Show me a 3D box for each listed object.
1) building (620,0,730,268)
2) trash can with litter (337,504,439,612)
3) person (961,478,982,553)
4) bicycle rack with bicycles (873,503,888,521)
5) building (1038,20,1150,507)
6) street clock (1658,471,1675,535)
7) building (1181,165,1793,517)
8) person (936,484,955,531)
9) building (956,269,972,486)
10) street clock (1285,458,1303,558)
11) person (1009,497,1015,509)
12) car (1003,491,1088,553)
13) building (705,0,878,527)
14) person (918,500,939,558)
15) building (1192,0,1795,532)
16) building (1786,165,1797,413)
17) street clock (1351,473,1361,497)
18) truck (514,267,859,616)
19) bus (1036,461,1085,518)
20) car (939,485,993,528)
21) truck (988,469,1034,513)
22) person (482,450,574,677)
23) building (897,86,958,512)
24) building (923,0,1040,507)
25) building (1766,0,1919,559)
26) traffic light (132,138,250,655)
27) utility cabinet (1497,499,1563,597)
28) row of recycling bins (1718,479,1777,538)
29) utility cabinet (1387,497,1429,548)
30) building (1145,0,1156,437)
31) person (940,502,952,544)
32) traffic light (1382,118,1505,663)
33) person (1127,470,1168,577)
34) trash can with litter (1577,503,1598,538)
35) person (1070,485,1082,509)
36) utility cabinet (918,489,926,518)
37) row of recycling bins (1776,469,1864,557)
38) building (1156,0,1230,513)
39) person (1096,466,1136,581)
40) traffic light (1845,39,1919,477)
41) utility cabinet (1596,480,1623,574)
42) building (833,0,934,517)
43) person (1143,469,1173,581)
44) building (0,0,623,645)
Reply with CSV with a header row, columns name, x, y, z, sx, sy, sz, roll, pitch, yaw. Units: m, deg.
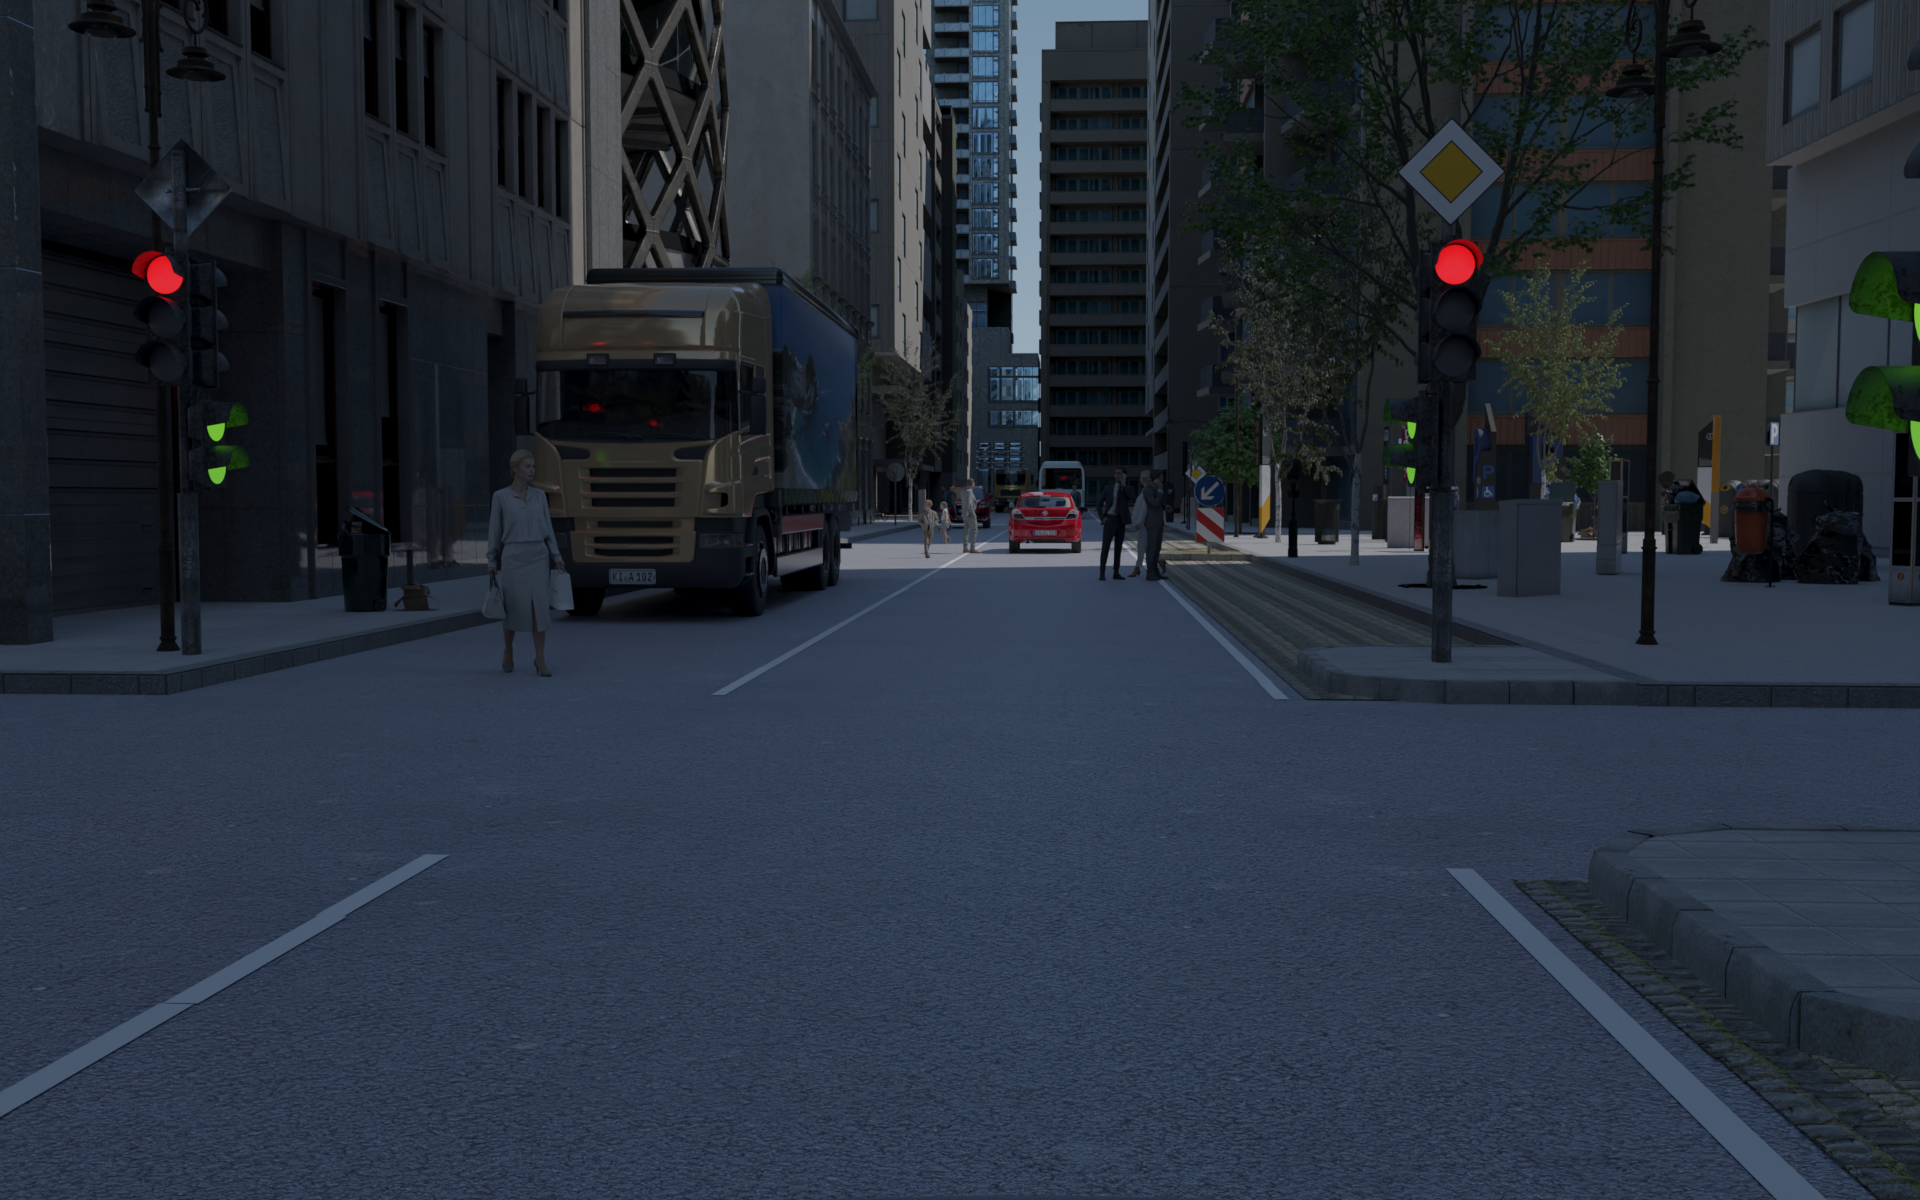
name,x,y,z,sx,sy,sz,roll,pitch,yaw
building,-14.507,-10.750,43.210,16.820,18.784,16.811,0,4,4
trash can with litter,-6.301,-0.470,19.079,1.055,1.170,0.624,-1,4,-18
person,0.226,-2.039,41.939,0.391,1.810,0.635,-2,4,-28
bicycle rack with bicycles,-4.993,-4.168,81.536,2.852,0.926,2.925,-2,4,-28
building,19.186,-34.131,181.739,21.600,48.544,21.300,0,4,4
street clock,22.178,-3.048,54.413,0.471,2.002,0.358,1,4,12
building,29.556,-24.969,100.129,32.217,40.220,23.993,0,4,4
person,-0.597,-3.545,66.452,0.713,1.824,0.794,2,4,24
building,-14.162,-18.721,151.120,28.899,21.520,27.650,0,4,4
street clock,6.737,-1.861,35.000,0.358,2.002,0.471,1,4,17
person,2.611,-4.501,86.369,0.394,1.301,0.425,-3,4,-36
car,2.151,-2.110,43.535,2.155,1.783,4.494,0,4,3
building,-8.998,-13.307,66.718,9.793,20.994,18.267,0,4,4
person,-0.703,-1.595,38.844,0.475,1.303,0.640,-1,4,-18
building,21.553,-25.532,72.068,22.147,44.769,28.867,0,4,4
building,75.125,-34.248,179.559,30.456,49.044,23.786,0,4,4
street clock,12.693,-3.119,55.566,0.358,2.002,0.471,2,4,25
truck,-3.276,-2.132,23.770,2.839,4.237,11.283,0,4,3
bus,6.004,-6.666,103.842,2.948,3.499,13.247,0,4,2
car,0.284,-3.988,73.871,2.281,1.827,5.304,0,4,2
truck,4.025,-8.432,133.783,3.469,3.379,9.791,0,4,3
person,-3.444,-0.300,13.764,0.694,1.780,0.624,-1,4,-18
building,-7.673,-21.523,123.601,14.160,30.474,14.107,0,4,4
building,-6.999,-53.245,183.223,31.000,86.520,22.319,0,4,4
building,30.156,-26.570,23.666,27.495,52.752,28.713,0,4,4
traffic light,-6.131,-1.518,13.737,0.839,4.253,0.868,0,4,4
utility cabinet,7.206,-0.657,21.908,1.020,1.237,0.306,-3,5,-40
row of recycling bins,22.926,-2.618,49.923,1.069,1.692,3.534,0,4,0
utility cabinet,10.694,-1.837,41.190,1.020,1.237,0.306,1,4,16
building,29.930,-34.146,147.532,28.713,52.752,27.495,0,4,4
person,-0.383,-2.197,49.436,0.382,1.210,0.505,0,4,-8
traffic light,3.662,-1.481,13.129,0.839,4.253,0.868,0,4,4
person,3.263,-1.319,29.948,0.818,1.842,0.514,-1,4,-16
trash can with litter,18.585,-2.406,50.720,0.624,1.170,1.055,-2,4,-34
person,4.735,-3.883,72.168,0.661,1.801,0.590,3,5,44
utility cabinet,-1.775,-4.394,80.520,0.318,1.500,1.173,0,4,1
row of recycling bins,15.029,-1.399,29.987,1.069,1.692,3.534,2,4,33
building,25.089,-30.564,123.418,21.300,48.544,21.600,0,4,4
person,2.612,-1.288,28.917,0.648,1.900,0.474,-1,4,-10
traffic light,3.152,-0.993,5.160,0.839,4.253,0.868,0,4,4
utility cabinet,10.455,-1.176,27.899,0.318,1.500,1.173,2,4,25
building,-15.926,-31.401,102.643,28.713,52.752,27.495,0,4,4
person,3.300,-1.250,28.744,0.447,1.846,0.655,2,4,24
building,-13.275,-12.612,24.232,12.078,24.808,19.932,0,4,4
